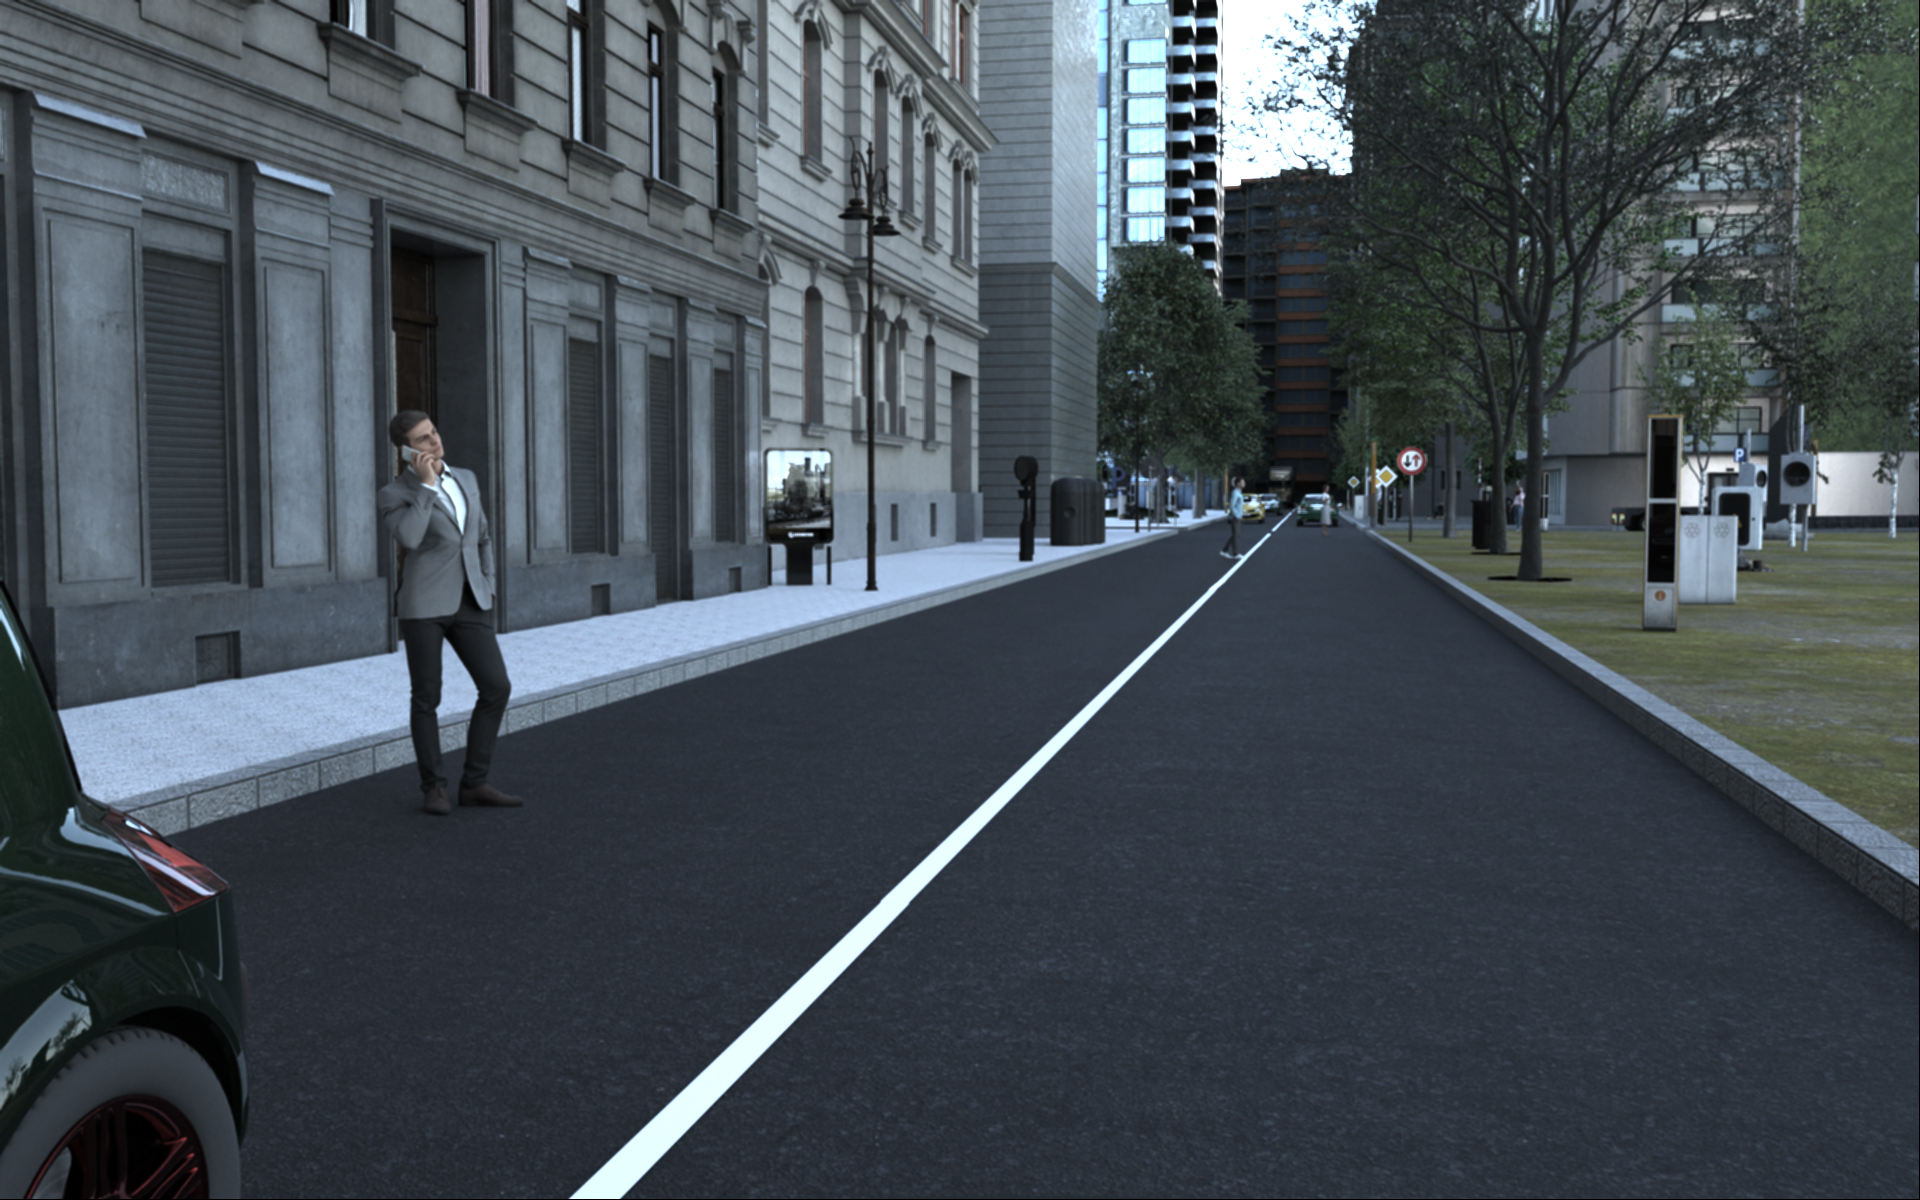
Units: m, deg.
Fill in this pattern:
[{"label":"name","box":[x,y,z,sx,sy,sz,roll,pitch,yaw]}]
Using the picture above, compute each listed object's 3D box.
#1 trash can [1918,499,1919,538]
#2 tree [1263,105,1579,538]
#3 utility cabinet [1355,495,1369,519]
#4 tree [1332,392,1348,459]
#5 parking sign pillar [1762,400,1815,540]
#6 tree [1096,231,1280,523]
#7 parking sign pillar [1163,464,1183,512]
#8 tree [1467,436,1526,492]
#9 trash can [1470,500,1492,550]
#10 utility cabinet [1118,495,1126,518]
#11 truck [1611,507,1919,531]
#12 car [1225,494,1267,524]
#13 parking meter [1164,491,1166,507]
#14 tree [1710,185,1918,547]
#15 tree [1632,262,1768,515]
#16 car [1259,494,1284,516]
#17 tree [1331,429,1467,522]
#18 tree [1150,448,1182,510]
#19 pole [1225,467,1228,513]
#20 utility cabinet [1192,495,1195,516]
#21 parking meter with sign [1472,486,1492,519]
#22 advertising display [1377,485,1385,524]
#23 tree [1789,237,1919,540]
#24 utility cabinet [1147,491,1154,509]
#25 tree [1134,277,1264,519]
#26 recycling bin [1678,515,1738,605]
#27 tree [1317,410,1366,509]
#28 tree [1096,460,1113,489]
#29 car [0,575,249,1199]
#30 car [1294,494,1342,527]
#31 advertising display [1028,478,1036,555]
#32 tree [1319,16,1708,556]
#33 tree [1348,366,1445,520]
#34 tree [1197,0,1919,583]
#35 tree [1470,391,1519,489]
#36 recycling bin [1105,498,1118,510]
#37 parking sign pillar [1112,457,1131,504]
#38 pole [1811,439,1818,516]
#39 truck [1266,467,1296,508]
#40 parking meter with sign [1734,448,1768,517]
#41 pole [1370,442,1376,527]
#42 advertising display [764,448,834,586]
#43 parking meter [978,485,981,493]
[{"label":"trash can","box":[26.974,-2.226,48.048,0.748,1.137,0.748,0,3,0]},{"label":"tree","box":[14.050,-8.121,50.902,7.486,12.596,7.792,0,3,0]},{"label":"utility cabinet","box":[21.149,-4.900,91.278,0.306,1.237,1.020,-1,4,-14]},{"label":"tree","box":[23.037,-8.850,95.057,4.737,8.622,4.395,0,3,0]},{"label":"parking sign pillar","box":[23.339,-3.691,48.821,1.447,3.967,1.447,0,4,-7]},{"label":"tree","box":[8.638,-9.710,75.762,9.611,12.733,9.660,0,3,0]},{"label":"parking sign pillar","box":[15.611,-8.471,126.981,1.447,3.967,1.447,0,3,0]},{"label":"tree","box":[25.967,-6.131,83.961,4.285,4.588,4.351,0,3,0]},{"label":"trash can","box":[12.212,-1.746,40.207,0.748,1.137,0.748,0,3,0]},{"label":"utility cabinet","box":[8.564,-4.921,91.628,0.306,1.237,1.020,1,4,15]},{"label":"truck","box":[32.549,-4.277,59.690,18.799,4.110,2.967,1,4,10]},{"label":"car","box":[14.065,-4.573,84.991,2.015,1.641,3.980,1,4,12]},{"label":"parking meter","box":[12.618,-6.085,107.895,0.372,1.533,0.369,0,3,0]},{"label":"tree","box":[20.492,-5.596,41.865,4.360,8.622,3.978,0,3,0]},{"label":"tree","box":[23.820,-6.436,55.589,4.737,8.622,4.395,0,3,0]},{"label":"car","box":[20.522,-6.334,115.353,2.131,1.459,4.920,1,4,13]},{"label":"tree","box":[20.539,-5.961,81.181,4.285,4.588,4.351,0,3,0]},{"label":"tree","box":[14.189,-10.298,118.739,4.737,8.622,4.395,0,3,0]},{"label":"pole","box":[17.632,-7.381,114.523,0.158,3.312,0.155,0,3,0]},{"label":"utility cabinet","box":[14.272,-5.665,103.778,0.306,1.237,1.020,2,4,34]},{"label":"parking meter with sign","box":[27.586,-5.780,90.760,1.738,3.016,0.543,-2,4,-33]},{"label":"advertising display","box":[17.735,-4.148,73.041,0.123,1.923,0.974,0,4,2]},{"label":"tree","box":[27.804,-6.155,50.992,4.360,8.622,3.978,0,3,0]},{"label":"utility cabinet","box":[12.757,-6.465,114.389,0.318,1.500,1.173,3,4,39]},{"label":"tree","box":[12.461,-10.568,90.918,7.486,12.596,7.792,0,3,0]},{"label":"recycling bin","box":[8.660,-0.481,20.421,0.722,1.027,0.722,0,4,1]},{"label":"tree","box":[33.385,-12.205,149.908,4.360,8.622,3.978,0,3,0]},{"label":"tree","box":[11.233,-9.774,143.524,4.285,4.588,4.351,0,3,0]},{"label":"car","box":[-2.331,0.517,1.337,2.009,1.686,4.222,1,4,12]},{"label":"car","box":[16.131,-4.053,78.067,2.131,1.459,4.920,1,4,12]},{"label":"advertising display","box":[1.514,-1.940,36.936,0.123,1.923,0.974,0,4,-3]},{"label":"tree","box":[11.478,-6.768,36.411,9.928,11.665,9.643,0,3,0]},{"label":"tree","box":[22.102,-8.342,86.758,4.737,8.622,4.395,0,3,0]},{"label":"tree","box":[8.595,-7.032,25.345,12.009,13.543,11.850,0,3,0]},{"label":"tree","box":[30.255,-8.810,94.408,4.360,8.622,3.978,0,3,0]},{"label":"recycling bin","box":[9.355,-5.834,107.947,0.722,1.027,0.722,-2,4,-33]},{"label":"parking sign pillar","box":[11.498,-8.254,123.433,1.447,3.967,1.447,2,4,35]},{"label":"pole","box":[31.957,-4.339,64.778,0.158,3.312,0.155,0,3,0]},{"label":"truck","box":[33.657,-11.754,181.091,2.839,4.237,11.283,1,4,13]},{"label":"parking meter with sign","box":[30.215,-4.245,65.663,1.738,3.016,0.543,-1,4,-19]},{"label":"pole","box":[16.138,-4.510,67.586,0.158,3.312,0.155,0,3,0]},{"label":"advertising display","box":[-2.261,-1.169,24.321,0.974,1.923,0.123,-1,4,-17]},{"label":"parking meter","box":[0.419,-2.539,49.926,0.372,1.533,0.369,0,3,0]}]
